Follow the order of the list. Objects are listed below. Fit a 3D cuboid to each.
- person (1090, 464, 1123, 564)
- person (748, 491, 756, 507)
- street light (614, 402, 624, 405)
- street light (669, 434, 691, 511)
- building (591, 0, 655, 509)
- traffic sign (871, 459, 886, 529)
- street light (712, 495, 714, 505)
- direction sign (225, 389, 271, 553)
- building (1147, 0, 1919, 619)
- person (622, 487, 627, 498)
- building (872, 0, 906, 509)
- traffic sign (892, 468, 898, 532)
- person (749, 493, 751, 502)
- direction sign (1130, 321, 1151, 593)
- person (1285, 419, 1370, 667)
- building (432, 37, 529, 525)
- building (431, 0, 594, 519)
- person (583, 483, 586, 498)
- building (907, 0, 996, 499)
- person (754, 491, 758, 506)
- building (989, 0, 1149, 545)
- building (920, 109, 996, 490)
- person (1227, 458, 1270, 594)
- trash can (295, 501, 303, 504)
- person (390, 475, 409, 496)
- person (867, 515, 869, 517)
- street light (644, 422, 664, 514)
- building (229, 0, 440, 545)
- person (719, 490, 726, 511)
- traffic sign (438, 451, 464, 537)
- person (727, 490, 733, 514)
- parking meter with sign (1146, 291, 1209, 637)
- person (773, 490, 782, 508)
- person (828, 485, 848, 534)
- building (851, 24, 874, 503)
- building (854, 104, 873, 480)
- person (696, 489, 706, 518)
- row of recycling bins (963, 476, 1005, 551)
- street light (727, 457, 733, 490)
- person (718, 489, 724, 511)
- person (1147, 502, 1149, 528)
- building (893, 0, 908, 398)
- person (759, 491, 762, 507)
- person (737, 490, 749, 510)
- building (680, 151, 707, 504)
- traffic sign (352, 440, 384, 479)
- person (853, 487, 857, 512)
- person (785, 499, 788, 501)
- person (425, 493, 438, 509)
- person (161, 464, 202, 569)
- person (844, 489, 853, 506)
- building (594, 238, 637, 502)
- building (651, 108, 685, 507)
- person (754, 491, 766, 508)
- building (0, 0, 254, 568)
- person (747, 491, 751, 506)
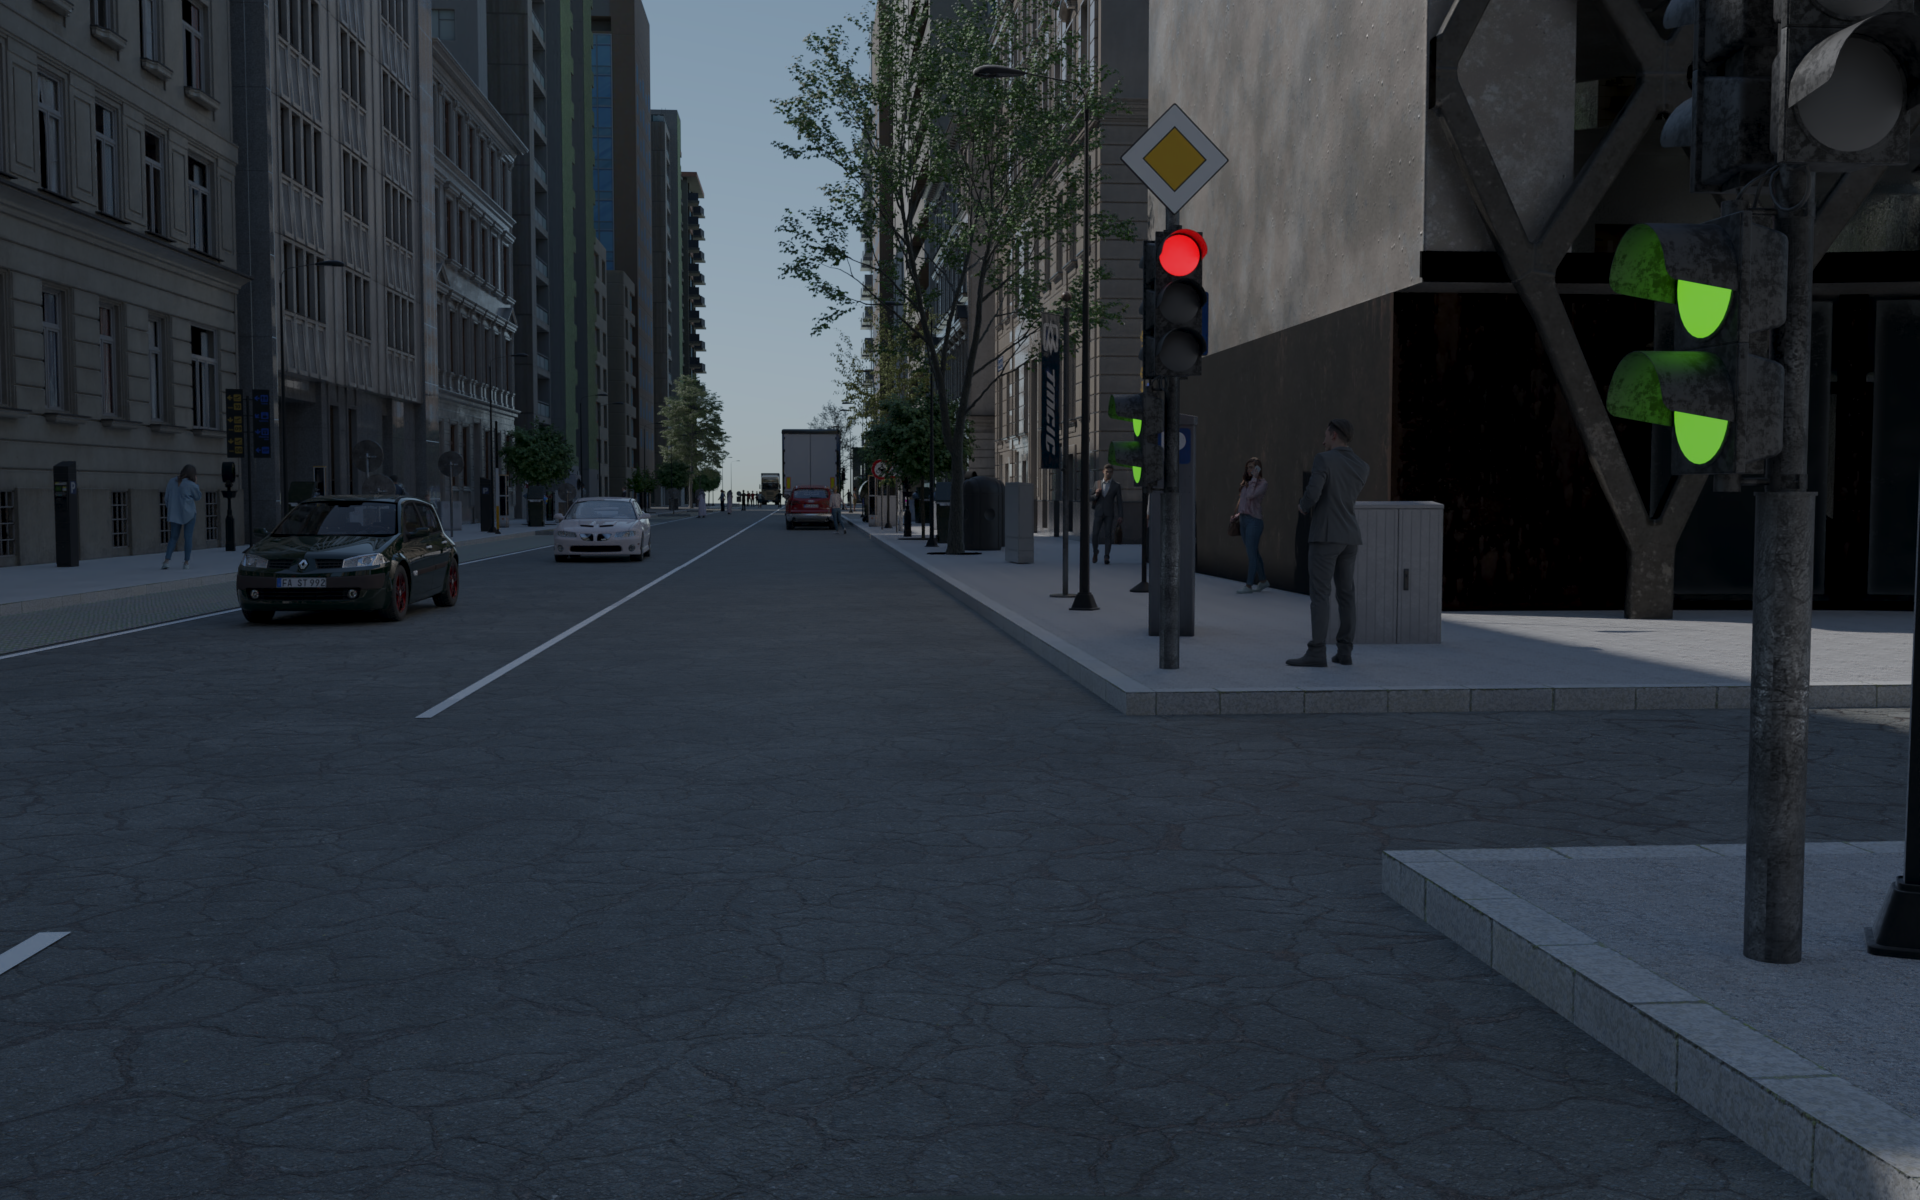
[{"bbox_3d":[2.675,-1.576,31.783,0.622,1.834,0.822,0,4,2],"label":"person"},{"bbox_3d":[-23.415,-11.448,195.619,1.348,1.831,0.705,0,4,-6],"label":"person"},{"bbox_3d":[-17.701,-7.041,87.662,1.470,5.913,1.316,0,4,-5],"label":"street light"},{"bbox_3d":[-21.888,-9.916,134.669,1.470,5.913,1.316,0,4,-5],"label":"street light"},{"bbox_3d":[-34.082,-30.513,148.992,14.600,45.320,14.200,0,4,-5],"label":"building"},{"bbox_3d":[-2.821,-3.832,62.753,0.768,2.556,0.104,0,4,-2],"label":"traffic sign"},{"bbox_3d":[-25.037,-12.107,170.484,1.470,5.913,1.316,0,4,-5],"label":"street light"},{"bbox_3d":[-15.359,-2.779,37.438,0.876,3.537,0.379,-1,4,-22],"label":"direction sign"},{"bbox_3d":[12.527,-9.584,24.149,16.811,18.784,16.820,0,4,-5],"label":"building"},{"bbox_3d":[-19.885,-5.834,102.231,0.445,1.727,0.742,-2,4,-29],"label":"person"},{"bbox_3d":[-0.557,-30.799,153.676,14.600,45.320,14.200,0,4,-5],"label":"building"},{"bbox_3d":[-2.110,-3.533,57.775,0.884,2.594,0.081,0,4,-3],"label":"traffic sign"},{"bbox_3d":[-29.207,-14.130,240.997,0.593,1.643,0.415,-1,4,-11],"label":"person"},{"bbox_3d":[2.411,-1.871,22.585,0.379,3.537,0.876,0,4,-2],"label":"direction sign"},{"bbox_3d":[2.743,-0.439,13.032,0.655,1.846,0.447,-2,4,-35],"label":"person"},{"bbox_3d":[-25.976,-14.567,74.323,11.583,22.565,21.152,0,4,-5],"label":"building"},{"bbox_3d":[-30.269,-25.835,105.996,14.154,41.232,14.086,0,4,-5],"label":"building"},{"bbox_3d":[-17.851,-4.612,81.633,0.511,1.800,0.466,3,5,43],"label":"person"},{"bbox_3d":[7.994,-29.617,107.932,21.300,48.544,21.600,0,4,-5],"label":"building"},{"bbox_3d":[-25.204,-12.619,214.845,1.348,1.821,0.705,-3,4,-37],"label":"person"},{"bbox_3d":[8.011,-15.809,55.739,12.463,27.353,25.104,0,4,-5],"label":"building"},{"bbox_3d":[4.114,-13.105,78.890,10.561,19.102,19.286,0,4,-5],"label":"building"},{"bbox_3d":[3.824,-0.970,22.489,0.643,1.750,0.593,-1,4,-23],"label":"person"},{"bbox_3d":[-13.445,-1.495,36.090,0.748,1.137,0.748,0,3,0],"label":"trash can"},{"bbox_3d":[-14.579,-2.344,44.707,0.721,1.781,0.623,0,4,3],"label":"person"},{"bbox_3d":[-4.259,-4.684,82.435,0.447,1.846,0.655,-2,4,-32],"label":"person"},{"bbox_3d":[-19.821,-8.523,111.887,1.470,5.913,1.316,0,4,-5],"label":"street light"},{"bbox_3d":[-24.234,-14.350,52.648,12.078,24.808,19.932,0,4,-5],"label":"building"},{"bbox_3d":[-19.858,-8.286,144.696,0.721,1.743,1.217,1,4,17],"label":"person"},{"bbox_3d":[-15.072,-3.131,51.298,0.768,2.556,0.104,0,4,-1],"label":"traffic sign"},{"bbox_3d":[-16.332,-6.956,122.900,0.551,1.740,0.621,1,4,22],"label":"person"},{"bbox_3d":[1.969,-1.198,15.853,0.543,3.016,1.738,0,4,7],"label":"parking meter with sign"},{"bbox_3d":[-18.320,-10.256,175.813,1.348,1.869,0.705,-2,4,-32],"label":"person"},{"bbox_3d":[-4.317,-3.251,62.330,0.598,1.740,0.731,3,5,41],"label":"person"},{"bbox_3d":[-3.134,-56.145,230.649,22.319,86.520,31.000,0,4,-5],"label":"building"},{"bbox_3d":[-0.224,-35.547,200.808,23.786,49.044,30.456,0,4,-5],"label":"building"},{"bbox_3d":[-15.620,-5.849,104.793,0.621,1.740,0.551,2,4,23],"label":"person"},{"bbox_3d":[0.552,-2.062,40.819,1.069,1.692,3.534,0,4,4],"label":"row of recycling bins"},{"bbox_3d":[-29.067,-14.894,216.057,1.470,5.913,1.316,0,4,-5],"label":"street light"},{"bbox_3d":[-19.705,-8.230,143.048,0.705,1.826,1.348,-2,4,-25],"label":"person"},{"bbox_3d":[3.274,-1.326,28.482,0.466,1.731,0.760,-1,4,-12],"label":"person"},{"bbox_3d":[8.935,-33.257,132.995,28.713,52.752,27.495,0,4,-5],"label":"building"},{"bbox_3d":[-23.034,-11.620,199.200,0.721,1.735,1.217,1,4,9],"label":"person"},{"bbox_3d":[-18.941,-8.733,151.429,0.705,1.807,1.348,3,5,42],"label":"person"},{"bbox_3d":[-45.049,-35.101,228.522,22.147,44.769,28.867,0,4,-5],"label":"building"},{"bbox_3d":[-13.909,-2.481,40.668,0.768,2.556,0.104,0,4,4],"label":"traffic sign"},{"bbox_3d":[-7.641,-7.357,126.329,0.705,1.824,1.348,0,4,-5],"label":"person"},{"bbox_3d":[-22.857,-13.457,228.609,1.348,1.812,0.705,-2,4,-28],"label":"person"},{"bbox_3d":[-15.977,-2.565,52.267,0.425,1.301,0.394,-2,4,-25],"label":"person"},{"bbox_3d":[-13.317,-1.424,29.585,0.793,1.790,0.793,-2,4,-35],"label":"person"},{"bbox_3d":[-11.903,-10.935,184.854,1.348,1.821,0.705,3,5,40],"label":"person"},{"bbox_3d":[-39.258,-17.266,127.336,27.650,21.520,28.899,0,4,-5],"label":"building"},{"bbox_3d":[-36.147,-30.266,178.447,14.154,41.232,14.086,0,4,-5],"label":"building"},{"bbox_3d":[-20.497,-10.285,177.454,1.217,1.735,0.721,-2,4,-26],"label":"person"},{"bbox_3d":[-23.803,-11.891,27.696,16.112,22.955,30.059,0,4,-5],"label":"building"},{"bbox_3d":[-24.600,-11.766,200.807,1.348,1.831,0.705,2,4,33],"label":"person"}]
